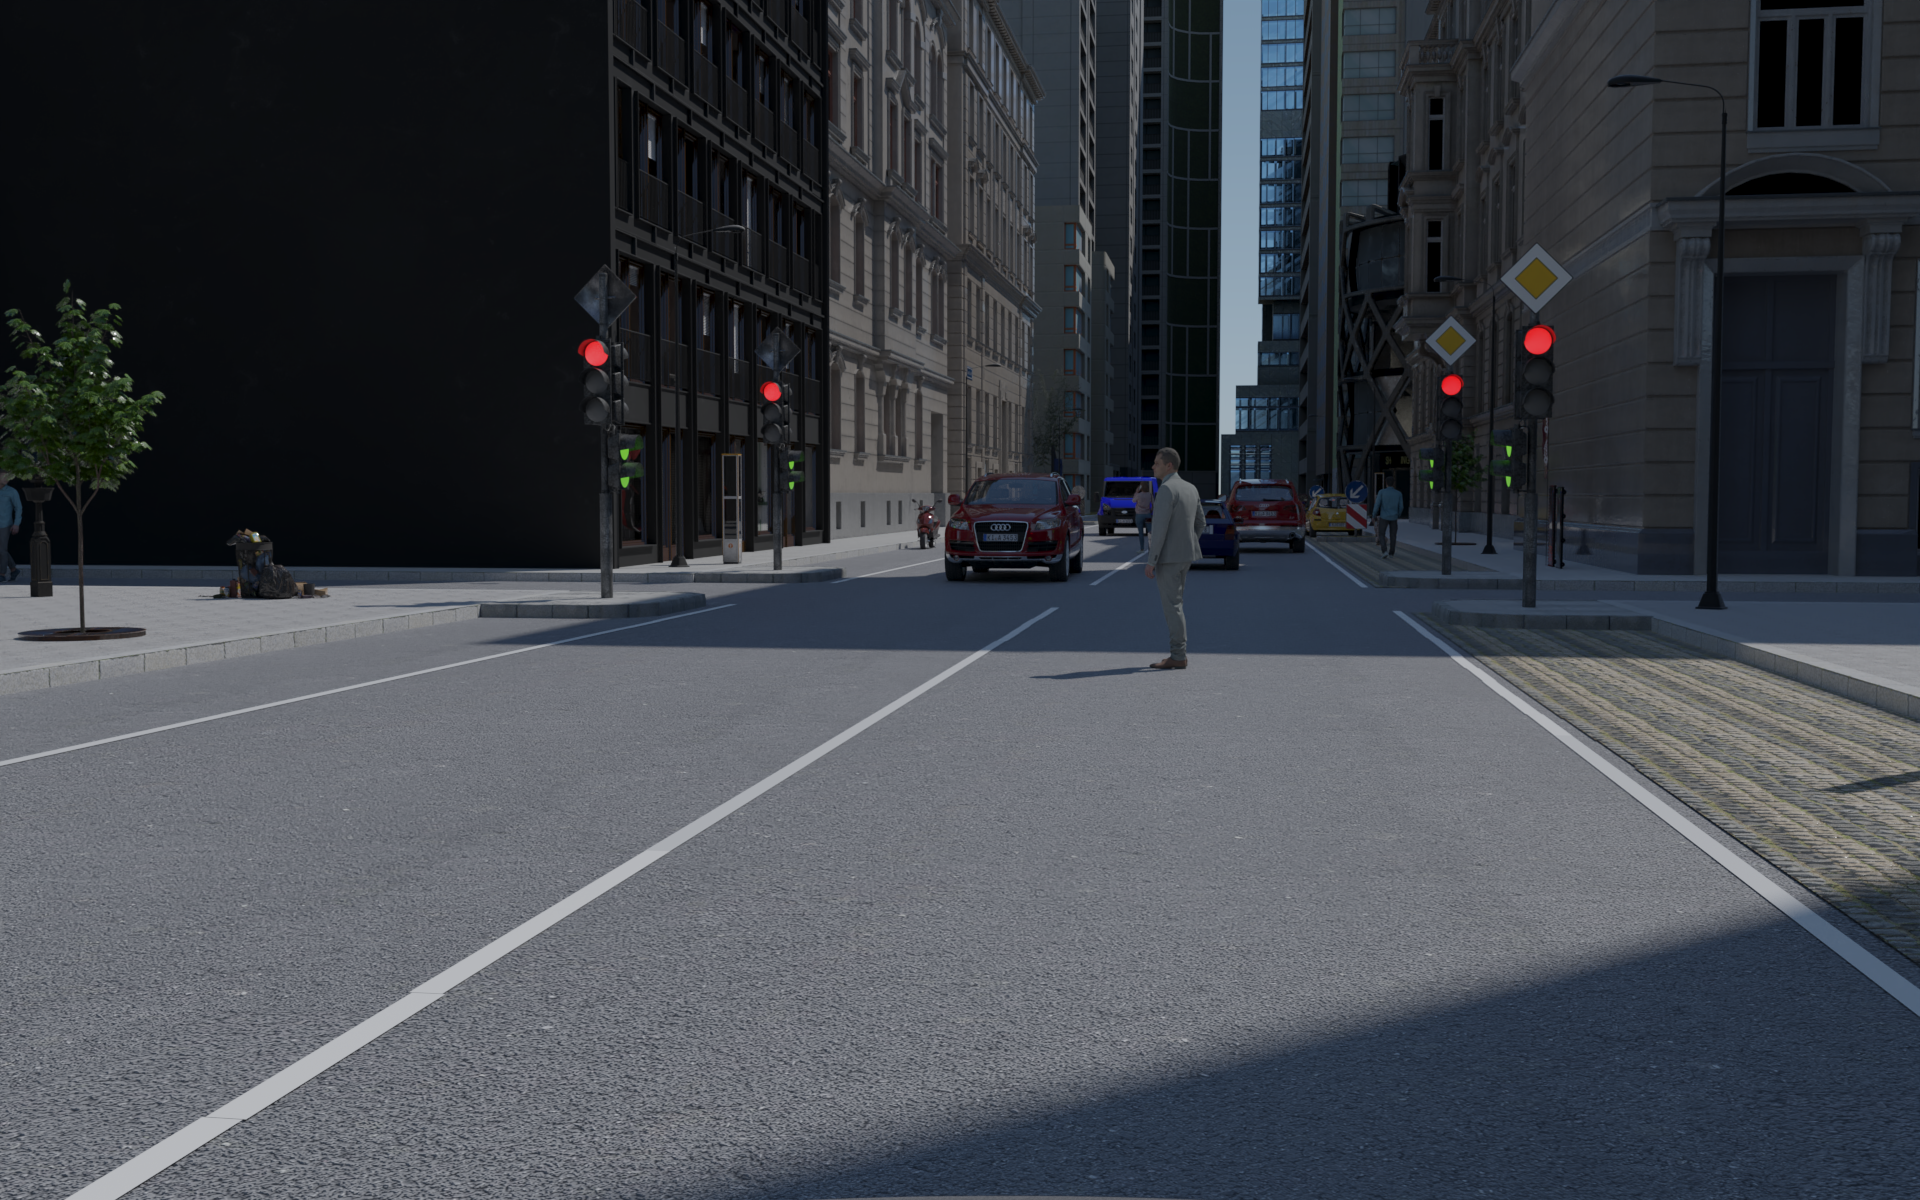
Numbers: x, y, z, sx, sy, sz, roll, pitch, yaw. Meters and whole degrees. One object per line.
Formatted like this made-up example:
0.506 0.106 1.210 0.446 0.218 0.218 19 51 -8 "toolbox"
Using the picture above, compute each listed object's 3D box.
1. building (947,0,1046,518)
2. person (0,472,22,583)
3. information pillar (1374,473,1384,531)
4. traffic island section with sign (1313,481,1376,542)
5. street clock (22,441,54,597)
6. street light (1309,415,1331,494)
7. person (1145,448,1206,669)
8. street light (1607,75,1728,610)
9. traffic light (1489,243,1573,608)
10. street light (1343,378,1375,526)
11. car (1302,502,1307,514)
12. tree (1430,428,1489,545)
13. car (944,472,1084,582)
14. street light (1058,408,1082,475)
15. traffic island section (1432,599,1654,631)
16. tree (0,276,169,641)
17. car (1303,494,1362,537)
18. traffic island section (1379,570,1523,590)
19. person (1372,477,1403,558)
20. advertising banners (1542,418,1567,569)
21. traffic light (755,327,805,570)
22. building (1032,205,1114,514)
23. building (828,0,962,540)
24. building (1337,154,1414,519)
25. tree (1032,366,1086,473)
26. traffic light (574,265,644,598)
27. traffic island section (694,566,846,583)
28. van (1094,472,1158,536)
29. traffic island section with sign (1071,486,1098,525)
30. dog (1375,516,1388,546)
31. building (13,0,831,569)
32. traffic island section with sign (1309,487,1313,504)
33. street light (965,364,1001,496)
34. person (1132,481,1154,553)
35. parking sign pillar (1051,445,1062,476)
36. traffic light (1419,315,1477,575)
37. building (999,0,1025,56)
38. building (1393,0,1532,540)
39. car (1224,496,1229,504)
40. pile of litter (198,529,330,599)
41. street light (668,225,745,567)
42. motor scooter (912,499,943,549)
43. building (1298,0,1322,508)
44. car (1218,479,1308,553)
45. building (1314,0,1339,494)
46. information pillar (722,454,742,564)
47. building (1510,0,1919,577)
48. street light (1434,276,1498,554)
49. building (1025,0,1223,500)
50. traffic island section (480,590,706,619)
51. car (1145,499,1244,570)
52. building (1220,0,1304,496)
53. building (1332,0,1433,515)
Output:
-3.514 -17.372 81.296 12.463 27.353 25.104 1 4 9 "building"
-15.447 -1.204 28.055 0.638 1.841 0.748 1 4 18 "person"
14.545 -3.402 60.116 0.304 2.012 0.304 1 4 11 "information pillar"
11.722 -2.648 51.919 1.989 1.847 2.006 1 4 9 "traffic island section with sign"
-11.473 -1.040 21.577 0.471 2.002 0.358 2 4 34 "street clock"
21.077 -7.880 101.377 1.470 5.913 1.316 1 4 9 "street light"
1.755 -0.345 14.242 0.391 1.810 0.635 2 4 26 "person"
7.872 -2.859 19.284 1.470 5.913 1.316 1 4 9 "street light"
6.434 -1.872 19.528 0.839 4.253 0.868 1 4 9 "traffic light"
16.011 -5.920 69.338 1.470 5.913 1.316 1 4 9 "street light"
20.087 -5.654 105.024 1.945 1.354 3.894 1 4 9 "car"
12.654 -3.001 43.674 1.663 3.219 1.824 0 3 0 "tree"
1.015 -1.311 30.111 2.281 1.827 5.304 1 4 8 "car"
5.900 -7.401 93.552 1.470 5.913 1.316 1 4 9 "street light"
6.472 0.162 19.636 2.009 0.180 2.903 1 4 9 "traffic island section"
-7.944 -1.285 15.604 1.663 3.219 1.824 0 3 0 "tree"
12.496 -2.928 58.096 2.015 1.641 3.980 0 4 8 "car"
7.750 -0.320 27.519 2.009 0.180 2.903 1 4 9 "traffic island section"
9.511 -1.832 38.467 0.660 1.820 0.620 0 4 -2 "person"
10.452 -2.100 30.517 0.090 3.025 2.074 1 4 9 "advertising banners"
-3.062 -2.460 29.134 0.839 4.253 0.868 1 4 9 "traffic light"
-4.206 -16.832 120.245 27.650 21.520 28.899 1 4 9 "building"
-8.294 -16.509 57.306 14.401 28.519 23.554 1 4 9 "building"
28.578 -13.718 91.739 16.820 18.784 16.811 1 4 9 "building"
4.986 -9.075 98.739 4.360 8.622 3.978 0 3 0 "tree"
-4.339 -1.977 21.252 0.839 4.253 0.868 1 4 9 "traffic light"
-3.100 -0.428 29.275 2.009 0.180 2.903 1 4 9 "traffic island section"
5.989 -3.466 61.058 2.240 2.365 5.245 1 4 10 "van"
5.534 -4.394 80.469 1.989 1.847 2.006 1 4 9 "traffic island section with sign"
11.585 -1.907 48.016 0.513 0.831 0.800 3 5 41 "dog"
-10.710 -12.720 37.644 12.332 23.373 15.834 1 4 9 "building"
16.027 -4.275 78.530 1.989 1.847 2.006 1 4 9 "traffic island section with sign"
0.766 -5.463 61.856 1.470 5.913 1.316 1 4 9 "street light"
4.508 -1.996 41.720 0.593 1.750 0.643 -1 4 -21 "person"
5.310 -6.527 95.186 1.447 3.967 1.447 1 4 12 "parking sign pillar"
7.712 -2.354 27.411 0.839 4.253 0.868 1 4 9 "traffic light"
6.903 -44.617 167.746 20.611 71.187 20.563 1 4 9 "building"
22.713 -14.748 60.222 14.460 24.649 34.723 1 4 9 "building"
16.906 -5.724 106.168 1.945 1.354 3.894 1 4 9 "car"
-8.664 -0.466 21.591 1.719 0.858 1.176 2 4 32 "pile of litter"
-4.403 -3.524 30.166 1.470 5.913 1.316 1 4 9 "street light"
-0.839 -2.005 45.566 0.815 1.314 1.986 0 4 8 "motor scooter"
43.176 -32.946 162.373 21.300 48.544 21.600 1 4 9 "building"
7.684 -2.157 43.944 2.281 1.827 5.304 1 4 9 "car"
33.072 -28.985 124.009 14.600 45.320 14.200 1 4 9 "building"
-4.185 -1.670 31.793 0.304 2.012 0.304 0 4 4 "information pillar"
21.345 -15.003 31.202 20.117 28.700 13.634 1 4 9 "building"
10.791 -3.941 36.973 1.470 5.913 1.316 1 4 9 "street light"
19.125 -46.338 195.880 20.611 71.187 20.563 1 4 9 "building"
-4.377 0.054 21.393 2.009 0.180 2.903 1 4 9 "traffic island section"
4.600 -1.312 34.040 1.945 1.354 3.894 0 4 8 "car"
45.075 -53.789 192.113 31.000 86.520 22.319 1 4 9 "building"
30.898 -26.058 109.647 14.154 41.232 14.086 1 4 9 "building"
